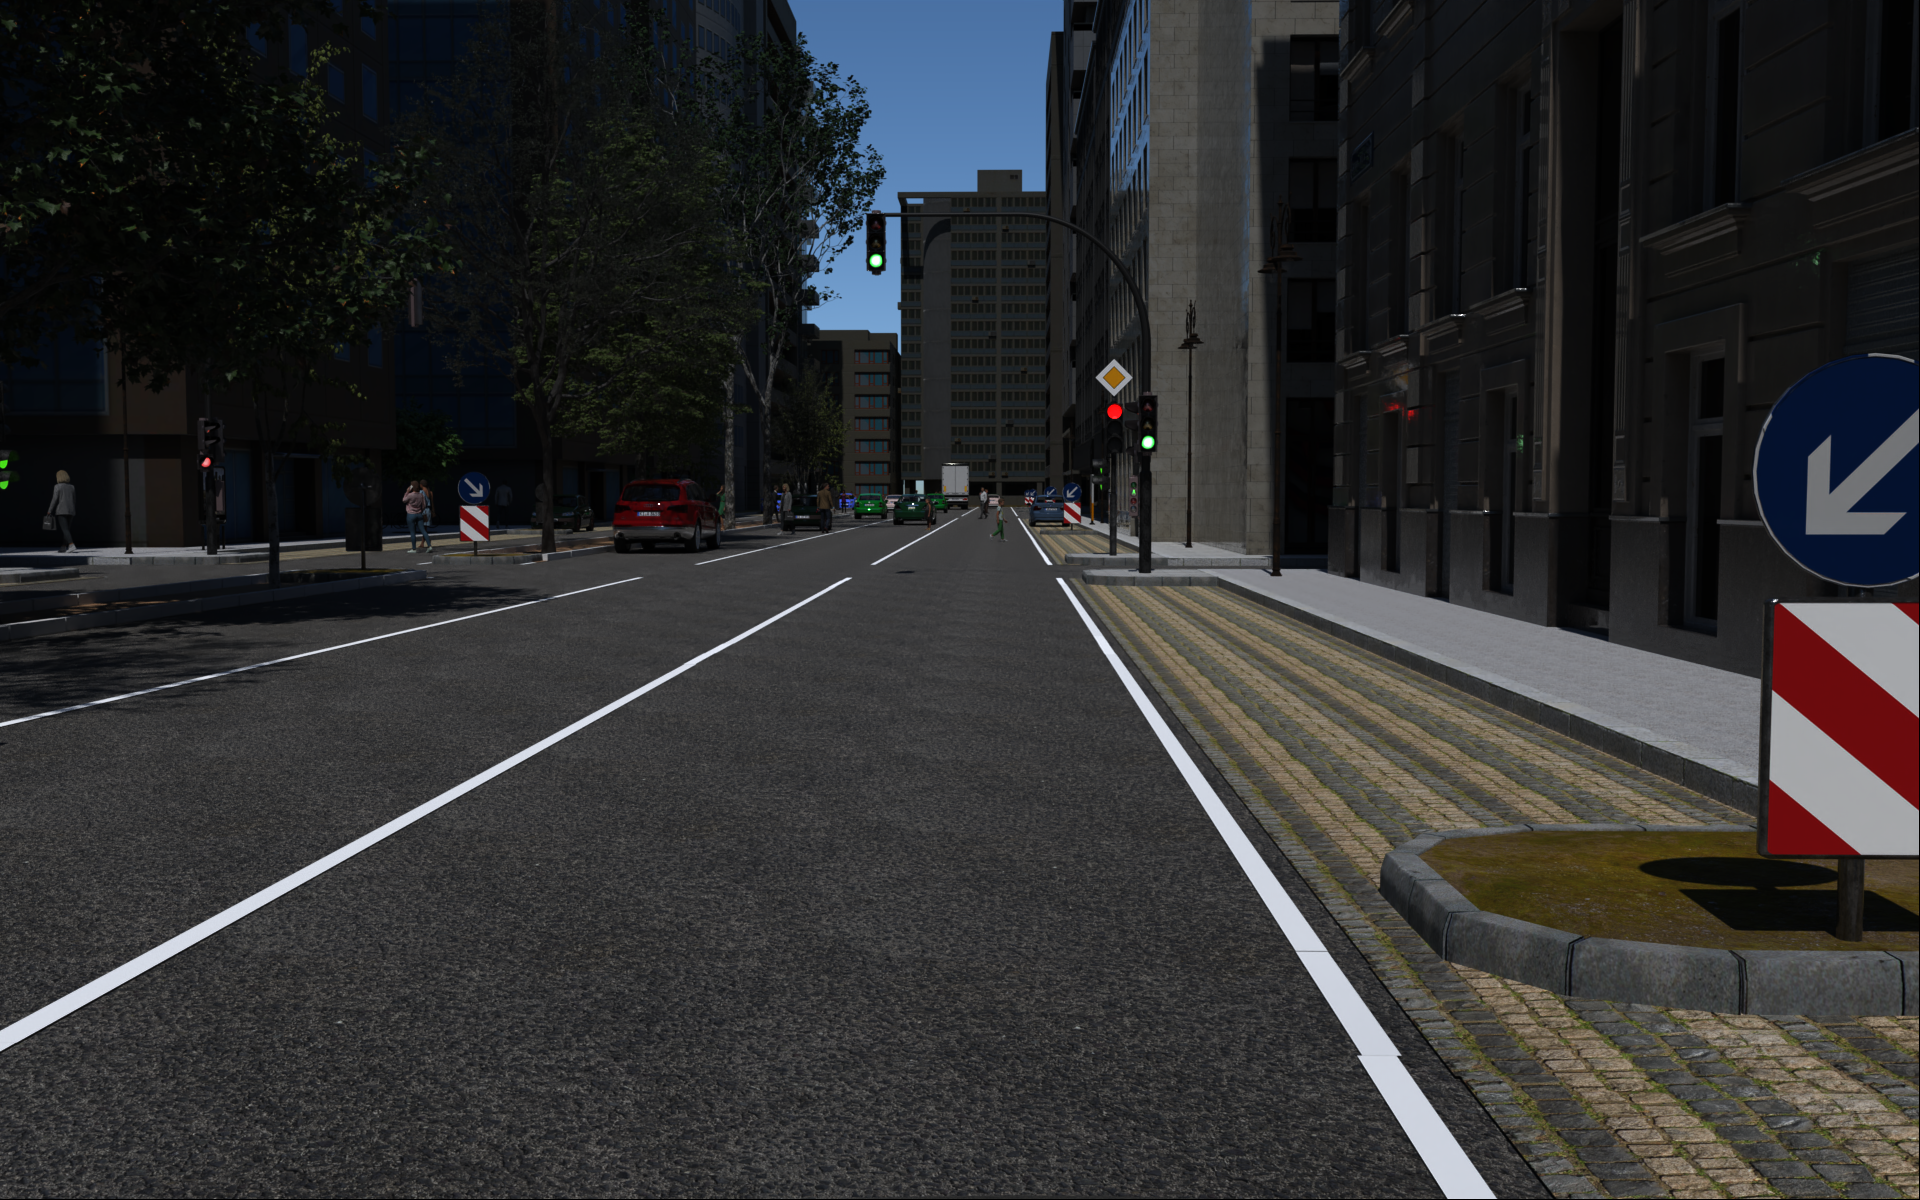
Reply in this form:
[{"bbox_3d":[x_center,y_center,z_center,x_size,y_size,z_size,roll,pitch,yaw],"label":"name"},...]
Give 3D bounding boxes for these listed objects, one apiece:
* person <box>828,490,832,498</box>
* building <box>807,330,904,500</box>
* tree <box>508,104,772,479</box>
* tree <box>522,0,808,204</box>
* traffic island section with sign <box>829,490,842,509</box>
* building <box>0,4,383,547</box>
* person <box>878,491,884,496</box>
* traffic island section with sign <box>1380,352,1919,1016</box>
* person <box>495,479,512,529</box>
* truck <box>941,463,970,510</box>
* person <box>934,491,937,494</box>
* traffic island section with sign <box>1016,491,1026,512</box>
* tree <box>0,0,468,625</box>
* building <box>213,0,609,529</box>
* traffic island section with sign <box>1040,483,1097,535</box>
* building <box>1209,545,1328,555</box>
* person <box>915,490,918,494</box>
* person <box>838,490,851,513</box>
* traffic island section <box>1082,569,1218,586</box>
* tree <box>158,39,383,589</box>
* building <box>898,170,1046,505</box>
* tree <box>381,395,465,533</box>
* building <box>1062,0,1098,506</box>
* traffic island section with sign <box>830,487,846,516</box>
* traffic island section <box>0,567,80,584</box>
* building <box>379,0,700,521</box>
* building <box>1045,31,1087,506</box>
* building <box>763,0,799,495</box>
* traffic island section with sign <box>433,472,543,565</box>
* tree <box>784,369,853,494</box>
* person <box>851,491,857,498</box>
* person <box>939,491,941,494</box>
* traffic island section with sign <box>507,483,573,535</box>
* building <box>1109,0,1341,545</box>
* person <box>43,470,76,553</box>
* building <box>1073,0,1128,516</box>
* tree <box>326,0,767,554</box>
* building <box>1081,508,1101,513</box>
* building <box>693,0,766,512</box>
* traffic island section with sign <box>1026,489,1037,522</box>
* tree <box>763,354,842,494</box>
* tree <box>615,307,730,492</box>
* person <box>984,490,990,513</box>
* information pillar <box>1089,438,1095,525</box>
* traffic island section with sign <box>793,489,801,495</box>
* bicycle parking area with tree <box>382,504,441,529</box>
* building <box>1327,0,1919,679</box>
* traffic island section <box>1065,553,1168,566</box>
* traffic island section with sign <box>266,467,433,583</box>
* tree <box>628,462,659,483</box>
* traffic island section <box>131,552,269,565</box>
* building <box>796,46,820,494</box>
[{"bbox_3d":[-10.323,-7.696,135.046,0.721,1.735,1.217,2,4,28],"label":"person"},{"bbox_3d":[-21.999,-22.271,209.168,28.899,21.520,27.650,0,4,1],"label":"building"},{"bbox_3d":[-9.453,-7.968,50.856,7.486,12.596,7.792,0,3,0],"label":"tree"},{"bbox_3d":[-10.080,-12.773,67.177,12.611,20.169,13.585,0,3,0],"label":"tree"},{"bbox_3d":[-12.327,-9.647,166.349,1.989,1.847,2.006,0,4,1],"label":"traffic island section with sign"},{"bbox_3d":[-25.024,-24.277,47.036,14.600,45.320,14.200,0,4,1],"label":"building"},{"bbox_3d":[-8.976,-11.319,194.090,0.750,1.759,0.617,-3,5,-44],"label":"person"},{"bbox_3d":[2.479,0.181,5.665,1.989,1.847,2.006,0,4,1],"label":"traffic island section with sign"},{"bbox_3d":[-16.967,-3.577,64.371,0.661,1.843,0.795,0,4,1],"label":"person"},{"bbox_3d":[-0.431,-10.628,162.683,2.839,4.237,11.283,0,3,0],"label":"truck"},{"bbox_3d":[-2.355,-10.046,173.531,0.721,1.735,1.217,1,4,21],"label":"person"},{"bbox_3d":[5.692,-7.921,138.139,1.989,1.847,2.006,0,4,1],"label":"traffic island section with sign"},{"bbox_3d":[-10.555,-6.024,17.958,9.611,12.733,9.660,0,3,0],"label":"tree"},{"bbox_3d":[-22.905,-26.080,76.520,14.600,45.320,14.200,0,4,1],"label":"building"},{"bbox_3d":[3.836,-3.229,61.421,1.989,1.847,2.006,0,4,1],"label":"traffic island section with sign"},{"bbox_3d":[14.561,-11.381,40.832,16.860,20.320,10.420,0,4,1],"label":"building"},{"bbox_3d":[-4.065,-9.429,162.742,0.705,1.814,1.350,2,4,27],"label":"person"},{"bbox_3d":[-8.801,-7.434,130.721,1.217,1.739,0.721,1,4,22],"label":"person"},{"bbox_3d":[3.020,-0.359,28.150,2.009,0.180,2.903,0,4,1],"label":"traffic island section"},{"bbox_3d":[-10.239,-4.444,25.473,4.737,8.622,4.395,0,3,0],"label":"tree"},{"bbox_3d":[4.742,-31.701,210.198,23.993,40.220,32.217,0,4,1],"label":"building"},{"bbox_3d":[-18.006,-4.486,57.063,4.285,4.588,4.351,0,3,0],"label":"tree"},{"bbox_3d":[22.818,-34.345,150.780,28.713,52.752,27.495,0,4,1],"label":"building"},{"bbox_3d":[-8.109,-6.305,111.229,2.006,1.907,1.989,0,4,1],"label":"traffic island section with sign"},{"bbox_3d":[-16.016,-0.387,28.616,2.009,0.180,2.903,0,4,1],"label":"traffic island section"},{"bbox_3d":[-23.096,-27.436,98.690,14.600,45.320,14.200,0,4,1],"label":"building"},{"bbox_3d":[19.569,-33.749,175.497,21.300,48.544,21.600,0,4,1],"label":"building"},{"bbox_3d":[-26.076,-32.289,151.622,21.300,48.544,21.600,0,4,1],"label":"building"},{"bbox_3d":[-9.929,-1.711,36.112,2.006,1.907,1.989,0,4,1],"label":"traffic island section with sign"},{"bbox_3d":[-8.120,-8.959,99.302,4.737,8.622,4.395,0,3,0],"label":"tree"},{"bbox_3d":[-11.440,-10.630,183.011,1.217,1.736,0.721,-1,4,-10],"label":"person"},{"bbox_3d":[-2.039,-10.268,177.207,1.217,1.723,0.721,-1,4,-10],"label":"person"},{"bbox_3d":[-14.889,-3.244,61.661,1.989,1.847,2.006,0,4,1],"label":"traffic island section with sign"},{"bbox_3d":[10.408,-12.193,54.105,10.420,20.320,16.860,0,4,1],"label":"building"},{"bbox_3d":[-19.546,-1.924,37.688,0.728,1.800,0.709,2,4,28],"label":"person"},{"bbox_3d":[14.059,-18.644,98.334,14.314,27.812,24.014,0,4,1],"label":"building"},{"bbox_3d":[-9.778,-7.823,40.740,12.009,13.543,11.850,0,3,0],"label":"tree"},{"bbox_3d":[24.072,-26.506,125.262,32.217,40.220,23.993,0,4,1],"label":"building"},{"bbox_3d":[-26.613,-35.712,125.886,21.231,58.520,28.212,0,4,1],"label":"building"},{"bbox_3d":[4.499,-4.877,88.368,1.989,1.847,2.006,0,4,1],"label":"traffic island section with sign"},{"bbox_3d":[-8.413,-8.385,89.909,4.360,8.622,3.978,0,3,0],"label":"tree"},{"bbox_3d":[-9.510,-6.383,57.179,4.737,8.622,4.395,0,3,0],"label":"tree"},{"bbox_3d":[1.998,-7.284,128.151,0.434,1.755,0.990,-1,4,-13],"label":"person"},{"bbox_3d":[5.555,-4.985,72.858,0.183,3.616,0.504,0,4,-5],"label":"information pillar"},{"bbox_3d":[-13.009,-7.932,138.320,1.989,1.847,2.006,0,4,1],"label":"traffic island section with sign"},{"bbox_3d":[-24.708,-4.739,64.481,9.016,4.147,8.231,-3,4,-38],"label":"bicycle parking area with tree"},{"bbox_3d":[11.275,-13.310,14.880,12.463,27.353,25.104,0,4,1],"label":"building"},{"bbox_3d":[3.215,-0.847,36.132,2.009,0.180,2.903,0,4,1],"label":"traffic island section"},{"bbox_3d":[-10.119,-1.258,28.707,2.006,1.907,1.989,0,4,1],"label":"traffic island section with sign"},{"bbox_3d":[-16.420,-5.844,90.158,1.663,3.219,1.824,0,3,0],"label":"tree"},{"bbox_3d":[-15.821,-0.876,36.599,2.009,0.180,2.903,0,4,1],"label":"traffic island section"},{"bbox_3d":[-30.047,-34.071,176.674,30.456,49.044,23.786,0,4,1],"label":"building"}]
